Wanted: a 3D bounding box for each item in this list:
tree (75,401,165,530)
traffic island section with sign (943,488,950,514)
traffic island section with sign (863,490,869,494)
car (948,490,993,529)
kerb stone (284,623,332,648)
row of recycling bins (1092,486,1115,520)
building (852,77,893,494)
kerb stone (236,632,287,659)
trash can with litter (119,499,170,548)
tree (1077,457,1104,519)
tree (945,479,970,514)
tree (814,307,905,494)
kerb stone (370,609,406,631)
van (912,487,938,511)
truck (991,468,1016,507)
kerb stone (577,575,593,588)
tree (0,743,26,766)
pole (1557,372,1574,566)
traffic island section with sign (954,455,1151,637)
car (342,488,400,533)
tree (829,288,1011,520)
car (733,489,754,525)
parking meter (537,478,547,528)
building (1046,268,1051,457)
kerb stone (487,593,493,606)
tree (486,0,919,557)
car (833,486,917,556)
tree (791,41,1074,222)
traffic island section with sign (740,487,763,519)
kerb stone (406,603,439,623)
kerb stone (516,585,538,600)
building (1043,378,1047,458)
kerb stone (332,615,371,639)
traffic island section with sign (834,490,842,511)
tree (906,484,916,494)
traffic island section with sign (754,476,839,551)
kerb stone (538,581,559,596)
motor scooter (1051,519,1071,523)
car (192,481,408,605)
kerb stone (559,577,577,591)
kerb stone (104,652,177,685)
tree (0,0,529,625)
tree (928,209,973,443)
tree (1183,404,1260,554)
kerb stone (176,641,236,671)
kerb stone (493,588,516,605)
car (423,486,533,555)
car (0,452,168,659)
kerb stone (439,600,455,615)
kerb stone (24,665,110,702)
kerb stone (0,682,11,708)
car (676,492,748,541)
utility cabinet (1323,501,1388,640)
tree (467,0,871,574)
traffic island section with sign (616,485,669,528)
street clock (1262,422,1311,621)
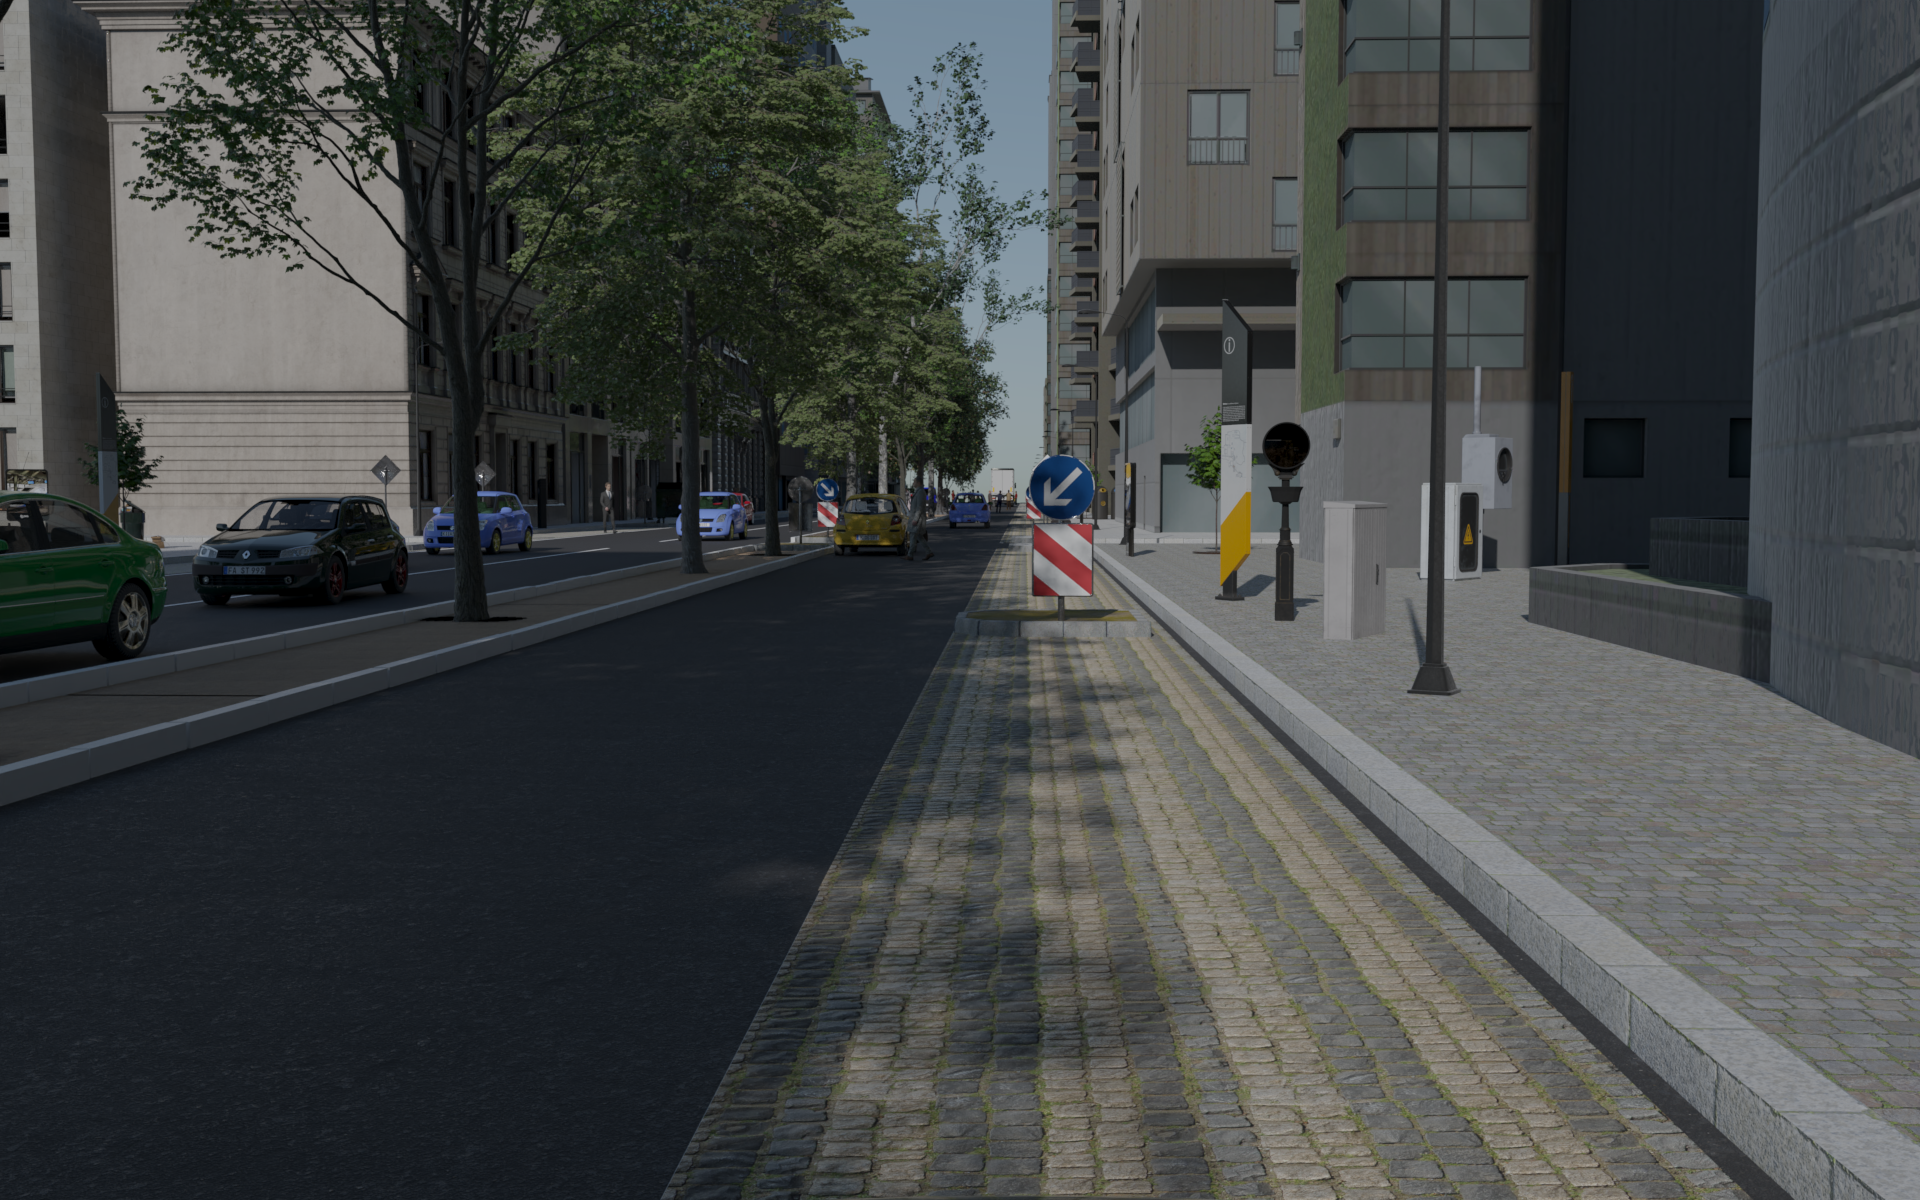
[{"bbox_3d":[-17.231,-2.526,35.897,1.663,3.219,1.824,0,3,0],"label":"tree"},{"bbox_3d":[-1.064,-7.259,126.818,2.006,1.907,1.989,0,4,2],"label":"traffic island section with sign"},{"bbox_3d":[-9.691,-10.445,179.399,1.989,1.847,2.006,0,4,2],"label":"traffic island section with sign"},{"bbox_3d":[0.431,-3.900,73.362,1.945,1.707,3.694,0,4,2],"label":"car"},{"bbox_3d":[-6.241,0.352,16.438,0.120,0.150,1.000,0,4,2],"label":"kerb stone"},{"bbox_3d":[8.370,-4.887,87.012,3.534,1.692,1.069,1,4,13],"label":"row of recycling bins"},{"bbox_3d":[-23.494,-38.850,224.439,28.713,52.752,27.495,0,4,2],"label":"building"},{"bbox_3d":[-6.289,0.419,15.417,0.120,0.150,1.000,0,4,2],"label":"kerb stone"},{"bbox_3d":[-19.238,-1.801,40.838,1.055,1.170,0.624,-2,4,-27],"label":"trash can with litter"},{"bbox_3d":[6.446,-5.812,89.622,1.663,3.219,1.824,0,3,0],"label":"tree"},{"bbox_3d":[-0.906,-10.558,125.437,4.360,8.622,3.978,0,3,0],"label":"tree"},{"bbox_3d":[-3.683,-6.705,62.439,4.737,8.622,4.395,0,3,0],"label":"tree"},{"bbox_3d":[-6.178,0.227,18.481,0.120,0.150,1.000,0,4,2],"label":"kerb stone"},{"bbox_3d":[-2.847,-8.755,147.526,2.240,2.365,5.245,0,4,2],"label":"van"},{"bbox_3d":[4.798,-12.474,192.864,2.839,4.237,11.283,0,4,2],"label":"truck"},{"bbox_3d":[-5.870,-0.274,26.671,0.120,0.150,1.000,0,4,2],"label":"kerb stone"},{"bbox_3d":[-5.729,-4.933,8.865,9.928,11.665,9.643,0,3,0],"label":"tree"},{"bbox_3d":[10.134,-2.149,28.983,0.158,3.312,0.155,0,3,0],"label":"pole"},{"bbox_3d":[0.948,-0.585,18.185,1.989,1.847,2.006,0,4,2],"label":"traffic island section with sign"},{"bbox_3d":[-12.050,-1.418,32.979,2.009,1.686,4.222,0,4,1],"label":"car"},{"bbox_3d":[-2.123,-10.626,93.199,9.611,12.733,9.660,0,3,0],"label":"tree"},{"bbox_3d":[-10.602,-4.306,79.450,2.155,1.783,4.494,0,4,3],"label":"car"},{"bbox_3d":[-15.635,-3.612,64.762,0.255,1.863,0.399,-2,4,-31],"label":"parking meter"},{"bbox_3d":[18.095,-27.522,221.687,14.160,30.474,14.107,0,4,2],"label":"building"},{"bbox_3d":[-6.053,0.040,21.547,0.120,0.150,1.000,0,4,2],"label":"kerb stone"},{"bbox_3d":[-4.419,-6.821,39.740,9.928,11.665,9.643,0,3,0],"label":"tree"},{"bbox_3d":[-1.987,-1.923,41.669,2.015,1.641,3.980,0,4,4],"label":"car"},{"bbox_3d":[-2.057,-13.053,71.755,12.611,20.169,13.585,0,3,0],"label":"tree"},{"bbox_3d":[-12.612,-5.681,101.505,1.989,1.847,2.006,0,4,2],"label":"traffic island section with sign"},{"bbox_3d":[-6.128,0.168,19.502,0.120,0.150,1.000,0,4,2],"label":"kerb stone"},{"bbox_3d":[-5.980,-0.086,23.597,0.120,0.150,1.000,0,4,2],"label":"kerb stone"},{"bbox_3d":[27.020,-26.086,271.549,27.650,21.520,28.899,0,4,2],"label":"building"},{"bbox_3d":[-6.209,0.290,17.459,0.120,0.150,1.000,0,4,2],"label":"kerb stone"},{"bbox_3d":[-10.716,-8.763,151.905,1.989,1.847,2.006,0,4,2],"label":"traffic island section with sign"},{"bbox_3d":[-8.891,-17.922,287.624,1.663,3.219,1.824,0,3,0],"label":"tree"},{"bbox_3d":[-4.163,-2.214,44.330,2.006,1.907,1.989,0,4,2],"label":"traffic island section with sign"},{"bbox_3d":[-5.938,-0.134,24.622,0.120,0.150,1.000,0,4,2],"label":"kerb stone"},{"bbox_3d":[2.035,-1.350,34.855,0.815,1.314,1.986,0,4,3],"label":"motor scooter"},{"bbox_3d":[-8.920,-0.848,23.656,2.009,1.686,4.222,0,4,0],"label":"car"},{"bbox_3d":[-5.899,-0.206,25.650,0.120,0.150,1.000,0,4,2],"label":"kerb stone"},{"bbox_3d":[-6.368,0.540,13.373,0.120,0.150,1.000,0,4,2],"label":"kerb stone"},{"bbox_3d":[-5.599,-5.568,19.248,9.928,11.665,9.643,0,3,0],"label":"tree"},{"bbox_3d":[-3.462,-8.289,56.106,7.486,12.596,7.792,0,3,0],"label":"tree"},{"bbox_3d":[5.658,-2.610,37.279,1.663,3.219,1.824,0,3,0],"label":"tree"},{"bbox_3d":[-6.324,0.479,14.395,0.120,0.150,1.000,0,4,2],"label":"kerb stone"},{"bbox_3d":[-6.023,-0.023,22.576,0.120,0.150,1.000,0,4,2],"label":"kerb stone"},{"bbox_3d":[-11.708,-1.990,42.121,1.945,1.707,3.694,0,4,4],"label":"car"},{"bbox_3d":[-8.120,-0.301,13.721,1.959,1.807,4.718,0,4,2],"label":"car"},{"bbox_3d":[-6.092,0.102,20.526,0.120,0.150,1.000,0,4,2],"label":"kerb stone"},{"bbox_3d":[-6.403,0.603,12.340,0.120,0.150,1.000,0,4,2],"label":"kerb stone"},{"bbox_3d":[-6.437,0.666,11.313,0.120,0.150,1.000,0,4,2],"label":"kerb stone"},{"bbox_3d":[-7.720,-2.717,54.011,1.945,1.707,3.694,0,4,3],"label":"car"},{"bbox_3d":[3.589,-0.277,15.689,0.306,1.237,1.020,2,4,30],"label":"utility cabinet"},{"bbox_3d":[-4.720,-6.713,30.334,7.486,12.596,7.792,0,3,0],"label":"tree"},{"bbox_3d":[-13.626,-4.033,74.569,1.989,1.847,2.006,0,4,2],"label":"traffic island section with sign"},{"bbox_3d":[3.290,-0.792,17.519,0.471,2.002,0.358,0,4,8],"label":"street clock"}]
